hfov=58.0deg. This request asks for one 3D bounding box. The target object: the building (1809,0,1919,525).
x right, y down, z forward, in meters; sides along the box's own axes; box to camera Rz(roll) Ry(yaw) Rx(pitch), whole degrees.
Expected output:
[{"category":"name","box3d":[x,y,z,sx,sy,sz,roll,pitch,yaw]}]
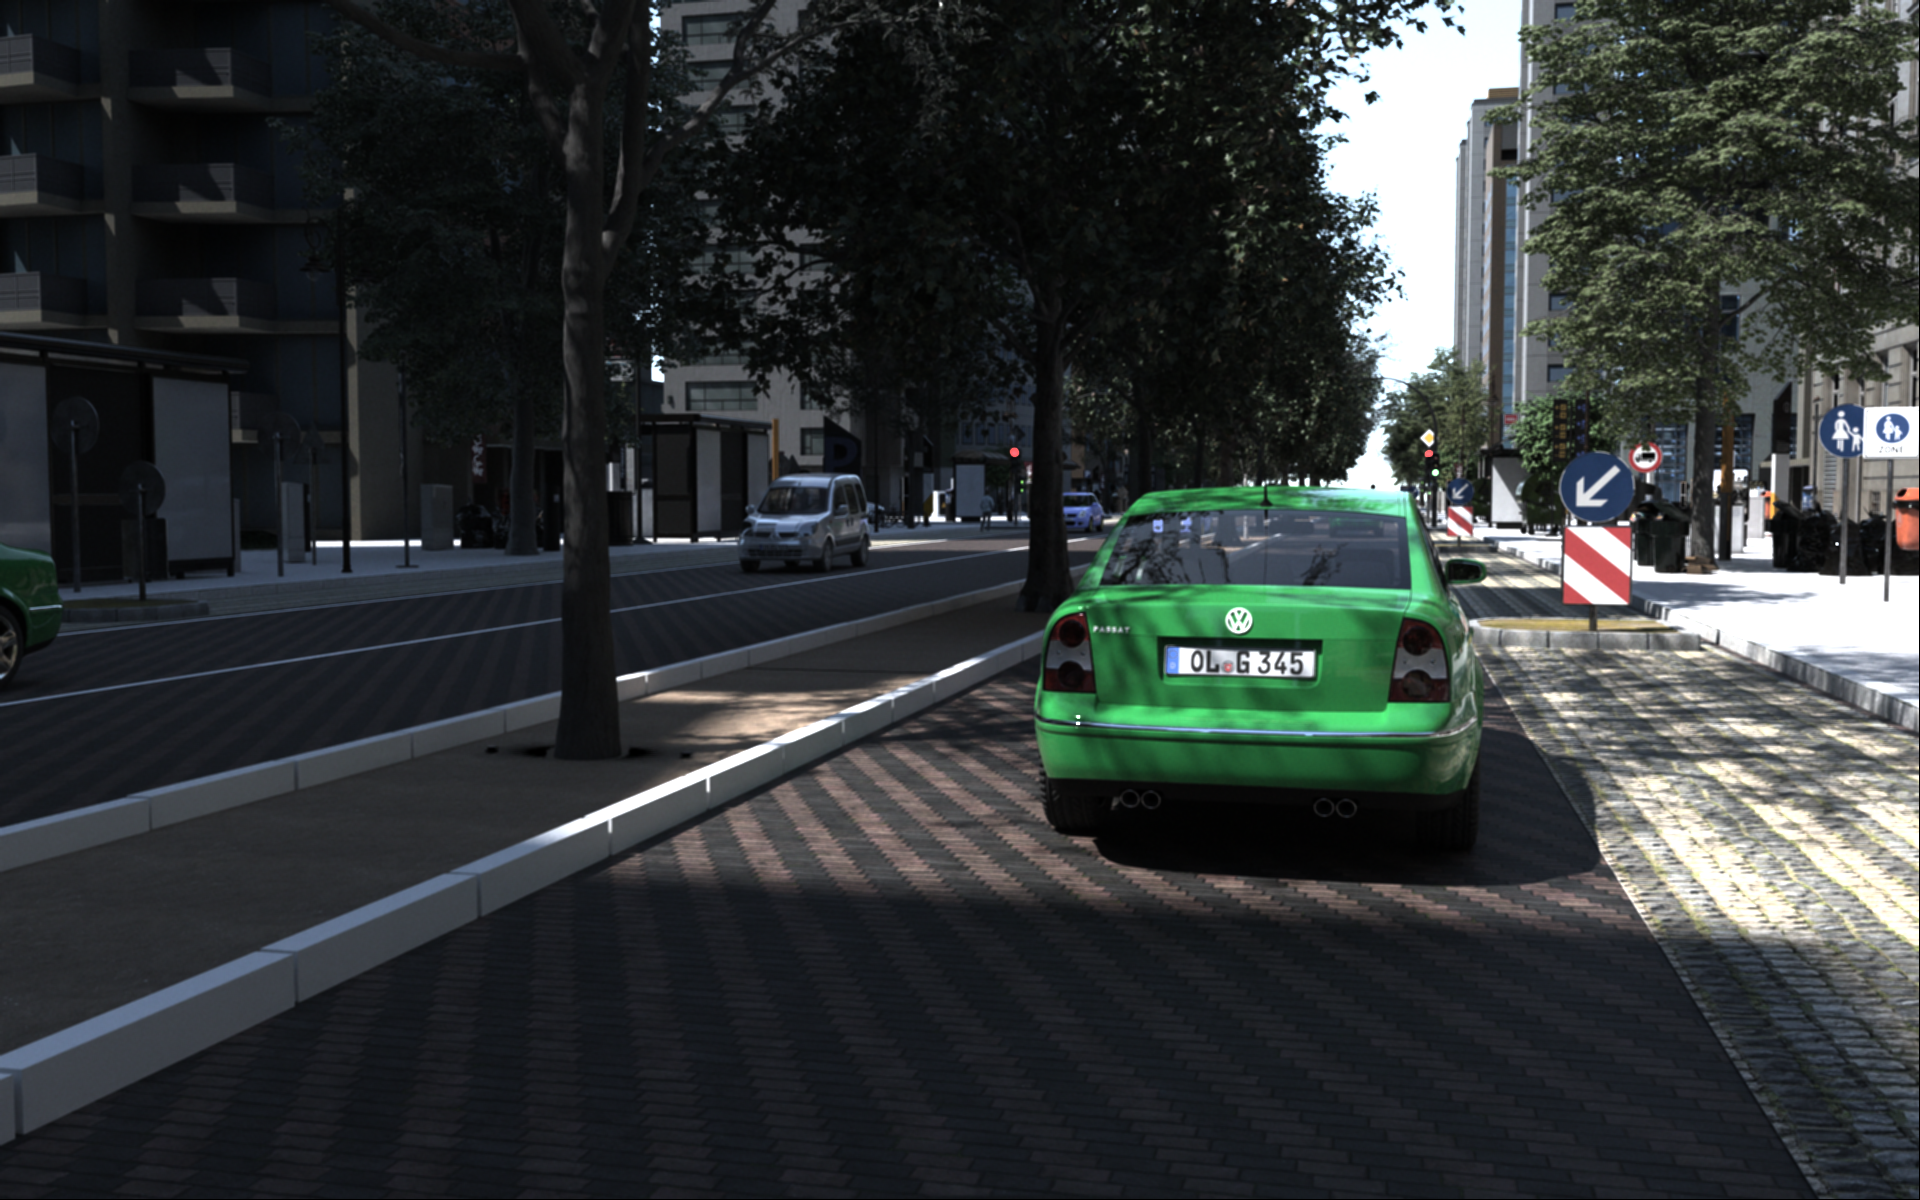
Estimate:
[{"category":"building","box3d":[30.985,-12.616,39.561,16.112,22.955,30.059,1,4,13]}]

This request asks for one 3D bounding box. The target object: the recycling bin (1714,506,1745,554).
[{"category":"recycling bin","box3d":[16.594,-1.532,37.602,0.722,1.027,0.722,1,4,18]}]

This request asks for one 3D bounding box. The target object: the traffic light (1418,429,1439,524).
[{"category":"traffic light","box3d":[20.181,-5.243,74.651,0.839,4.253,0.868,1,4,13]}]

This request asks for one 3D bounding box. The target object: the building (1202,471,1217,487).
[{"category":"building","box3d":[31.495,-27.482,294.371,27.650,21.520,28.899,1,4,13]}]

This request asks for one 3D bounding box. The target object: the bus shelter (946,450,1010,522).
[{"category":"bus shelter","box3d":[1.014,-5.355,81.485,2.014,3.302,5.546,1,4,14]}]

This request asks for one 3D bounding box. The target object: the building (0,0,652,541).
[{"category":"building","box3d":[-26.419,-24.514,55.429,28.867,44.769,22.147,1,4,13]}]

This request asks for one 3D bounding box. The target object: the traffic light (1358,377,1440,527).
[{"category":"traffic light","box3d":[16.260,-5.662,67.234,4.771,5.953,1.251,1,4,13]}]

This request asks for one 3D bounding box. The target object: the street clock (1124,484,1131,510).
[{"category":"street clock","box3d":[11.882,-7.246,123.046,0.471,2.002,0.358,0,4,5]}]

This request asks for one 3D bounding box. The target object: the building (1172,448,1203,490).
[{"category":"building","box3d":[27.688,-29.363,251.782,14.160,30.474,14.107,1,4,13]}]

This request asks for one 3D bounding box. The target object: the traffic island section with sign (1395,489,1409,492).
[{"category":"traffic island section with sign","box3d":[25.123,-5.377,96.536,1.989,1.847,2.006,1,4,13]}]

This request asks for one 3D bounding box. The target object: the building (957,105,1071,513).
[{"category":"building","box3d":[-4.294,-35.978,130.244,21.231,58.520,28.212,1,4,13]}]

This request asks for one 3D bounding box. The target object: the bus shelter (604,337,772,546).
[{"category":"bus shelter","box3d":[-7.400,-4.222,46.656,2.179,5.291,8.768,1,4,13]}]

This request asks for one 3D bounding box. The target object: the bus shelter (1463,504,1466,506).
[{"category":"bus shelter","box3d":[35.117,-8.009,122.225,1.731,3.624,6.357,1,4,13]}]

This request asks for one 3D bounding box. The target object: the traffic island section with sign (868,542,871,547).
[{"category":"traffic island section with sign","box3d":[-3.493,-2.336,46.826,1.989,1.847,2.006,1,4,13]}]

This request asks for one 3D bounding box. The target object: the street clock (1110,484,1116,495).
[{"category":"street clock","box3d":[11.422,-7.633,129.362,0.358,2.002,0.471,-2,4,-28]}]

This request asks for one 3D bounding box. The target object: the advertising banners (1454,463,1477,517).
[{"category":"advertising banners","box3d":[28.461,-6.109,96.063,2.074,3.025,0.090,1,4,15]}]

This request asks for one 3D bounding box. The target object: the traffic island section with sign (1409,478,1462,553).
[{"category":"traffic island section with sign","box3d":[12.275,-2.105,43.041,1.989,1.847,2.006,1,4,13]}]

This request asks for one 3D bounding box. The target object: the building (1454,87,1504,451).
[{"category":"building","box3d":[85.419,-43.676,256.107,21.231,58.520,28.212,1,4,13]}]

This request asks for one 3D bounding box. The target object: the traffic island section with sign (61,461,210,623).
[{"category":"traffic island section with sign","box3d":[-9.919,-0.703,20.115,1.989,1.847,2.006,1,4,13]}]

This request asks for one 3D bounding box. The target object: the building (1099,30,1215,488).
[{"category":"building","box3d":[29.012,-50.752,268.041,20.563,71.187,20.611,1,4,13]}]

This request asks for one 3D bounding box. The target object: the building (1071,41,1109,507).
[{"category":"building","box3d":[6.088,-31.311,162.051,14.600,45.320,14.200,1,4,13]}]

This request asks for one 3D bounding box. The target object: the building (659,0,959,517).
[{"category":"building","box3d":[-8.474,-20.212,102.170,14.160,30.474,14.107,1,4,13]}]

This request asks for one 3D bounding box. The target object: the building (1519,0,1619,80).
[{"category":"building","box3d":[61.564,-37.631,157.261,21.231,58.520,28.212,1,4,13]}]

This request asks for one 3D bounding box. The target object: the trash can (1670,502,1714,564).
[{"category":"trash can","box3d":[13.547,-1.250,32.089,0.748,1.137,0.748,0,3,0]}]

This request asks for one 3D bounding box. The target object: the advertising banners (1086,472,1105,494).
[{"category":"advertising banners","box3d":[10.578,-8.617,137.070,2.074,3.025,0.090,-1,4,-10]}]

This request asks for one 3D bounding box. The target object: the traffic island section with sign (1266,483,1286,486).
[{"category":"traffic island section with sign","box3d":[14.074,-4.143,75.879,2.006,1.907,1.989,1,4,13]}]

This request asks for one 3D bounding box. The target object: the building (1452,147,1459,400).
[{"category":"building","box3d":[91.660,-45.356,283.571,21.231,58.520,28.212,1,4,13]}]

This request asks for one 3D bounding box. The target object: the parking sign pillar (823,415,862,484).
[{"category":"parking sign pillar","box3d":[-4.004,-4.317,59.048,1.447,3.967,1.447,0,4,3]}]

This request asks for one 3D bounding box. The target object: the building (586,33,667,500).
[{"category":"building","box3d":[-34.787,-31.725,107.938,27.495,52.752,28.713,1,4,13]}]

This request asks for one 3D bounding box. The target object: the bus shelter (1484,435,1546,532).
[{"category":"bus shelter","box3d":[19.560,-4.086,60.724,2.014,3.302,5.546,1,4,14]}]

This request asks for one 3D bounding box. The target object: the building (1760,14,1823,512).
[{"category":"building","box3d":[56.088,-26.308,84.753,28.867,44.769,22.147,1,4,13]}]

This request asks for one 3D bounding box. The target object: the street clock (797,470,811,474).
[{"category":"street clock","box3d":[-4.611,-2.859,51.310,0.471,2.002,0.358,-1,4,-8]}]

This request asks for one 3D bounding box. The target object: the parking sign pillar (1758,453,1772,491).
[{"category":"parking sign pillar","box3d":[51.241,-7.423,109.840,1.447,3.967,1.447,-1,4,-12]}]

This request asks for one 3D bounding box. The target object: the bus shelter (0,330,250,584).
[{"category":"bus shelter","box3d":[-13.061,-2.765,22.846,2.179,5.291,8.768,1,4,13]}]

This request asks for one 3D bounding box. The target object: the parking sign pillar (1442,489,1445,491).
[{"category":"parking sign pillar","box3d":[40.858,-9.563,144.828,1.447,3.967,1.447,-3,4,-37]}]

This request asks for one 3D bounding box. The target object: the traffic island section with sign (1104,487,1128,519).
[{"category":"traffic island section with sign","box3d":[9.411,-5.622,100.553,1.989,1.847,2.006,1,4,13]}]

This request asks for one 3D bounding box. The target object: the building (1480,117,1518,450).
[{"category":"building","box3d":[68.763,-33.790,202.577,14.600,45.320,14.200,1,4,13]}]

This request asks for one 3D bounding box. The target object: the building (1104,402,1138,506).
[{"category":"building","box3d":[5.141,-20.800,185.124,27.650,21.520,28.899,1,4,13]}]

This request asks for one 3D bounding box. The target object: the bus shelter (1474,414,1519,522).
[{"category":"bus shelter","box3d":[26.201,-6.524,84.306,2.179,5.291,8.768,1,4,14]}]

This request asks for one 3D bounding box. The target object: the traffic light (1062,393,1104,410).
[{"category":"traffic light","box3d":[6.225,-6.321,78.013,4.771,5.953,1.251,1,4,13]}]

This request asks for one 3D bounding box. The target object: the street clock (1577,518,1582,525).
[{"category":"street clock","box3d":[20.574,-3.230,57.373,0.358,2.002,0.471,-2,4,-30]}]

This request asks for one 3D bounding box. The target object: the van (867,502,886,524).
[{"category":"van","box3d":[-5.292,-4.216,75.950,4.112,2.044,2.013,1,4,14]}]

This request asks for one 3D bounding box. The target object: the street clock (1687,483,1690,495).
[{"category":"street clock","box3d":[46.596,-6.527,111.279,0.471,2.002,0.358,1,4,17]}]

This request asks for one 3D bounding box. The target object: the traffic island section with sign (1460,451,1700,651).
[{"category":"traffic island section with sign","box3d":[5.972,-0.501,16.826,1.989,1.847,2.006,1,4,13]}]

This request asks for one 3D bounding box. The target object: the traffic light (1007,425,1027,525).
[{"category":"traffic light","box3d":[2.304,-5.002,70.703,0.839,4.253,0.868,1,4,13]}]

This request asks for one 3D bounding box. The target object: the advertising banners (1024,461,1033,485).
[{"category":"advertising banners","box3d":[4.425,-5.891,92.501,2.074,3.025,0.090,0,4,6]}]

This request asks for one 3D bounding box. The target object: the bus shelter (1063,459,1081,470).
[{"category":"bus shelter","box3d":[5.369,-6.335,97.505,2.014,3.302,5.546,1,4,14]}]

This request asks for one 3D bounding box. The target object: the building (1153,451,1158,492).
[{"category":"building","box3d":[16.894,-31.819,203.835,14.154,41.232,14.086,1,4,13]}]

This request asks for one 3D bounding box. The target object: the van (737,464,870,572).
[{"category":"van","box3d":[-2.948,-1.599,33.148,2.013,2.044,4.112,1,4,11]}]

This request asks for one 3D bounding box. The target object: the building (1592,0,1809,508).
[{"category":"building","box3d":[56.287,-49.668,124.741,22.319,86.520,31.000,1,4,13]}]

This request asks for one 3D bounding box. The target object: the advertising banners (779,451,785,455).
[{"category":"advertising banners","box3d":[-7.656,-4.522,70.130,0.090,3.025,2.074,2,4,27]}]

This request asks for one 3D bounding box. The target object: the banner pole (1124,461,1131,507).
[{"category":"banner pole","box3d":[12.726,-8.638,131.245,0.401,3.779,0.863,-3,5,-44]}]

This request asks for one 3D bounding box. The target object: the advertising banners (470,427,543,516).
[{"category":"advertising banners","box3d":[-11.758,-2.976,44.839,2.074,3.025,0.090,-3,4,-38]}]
